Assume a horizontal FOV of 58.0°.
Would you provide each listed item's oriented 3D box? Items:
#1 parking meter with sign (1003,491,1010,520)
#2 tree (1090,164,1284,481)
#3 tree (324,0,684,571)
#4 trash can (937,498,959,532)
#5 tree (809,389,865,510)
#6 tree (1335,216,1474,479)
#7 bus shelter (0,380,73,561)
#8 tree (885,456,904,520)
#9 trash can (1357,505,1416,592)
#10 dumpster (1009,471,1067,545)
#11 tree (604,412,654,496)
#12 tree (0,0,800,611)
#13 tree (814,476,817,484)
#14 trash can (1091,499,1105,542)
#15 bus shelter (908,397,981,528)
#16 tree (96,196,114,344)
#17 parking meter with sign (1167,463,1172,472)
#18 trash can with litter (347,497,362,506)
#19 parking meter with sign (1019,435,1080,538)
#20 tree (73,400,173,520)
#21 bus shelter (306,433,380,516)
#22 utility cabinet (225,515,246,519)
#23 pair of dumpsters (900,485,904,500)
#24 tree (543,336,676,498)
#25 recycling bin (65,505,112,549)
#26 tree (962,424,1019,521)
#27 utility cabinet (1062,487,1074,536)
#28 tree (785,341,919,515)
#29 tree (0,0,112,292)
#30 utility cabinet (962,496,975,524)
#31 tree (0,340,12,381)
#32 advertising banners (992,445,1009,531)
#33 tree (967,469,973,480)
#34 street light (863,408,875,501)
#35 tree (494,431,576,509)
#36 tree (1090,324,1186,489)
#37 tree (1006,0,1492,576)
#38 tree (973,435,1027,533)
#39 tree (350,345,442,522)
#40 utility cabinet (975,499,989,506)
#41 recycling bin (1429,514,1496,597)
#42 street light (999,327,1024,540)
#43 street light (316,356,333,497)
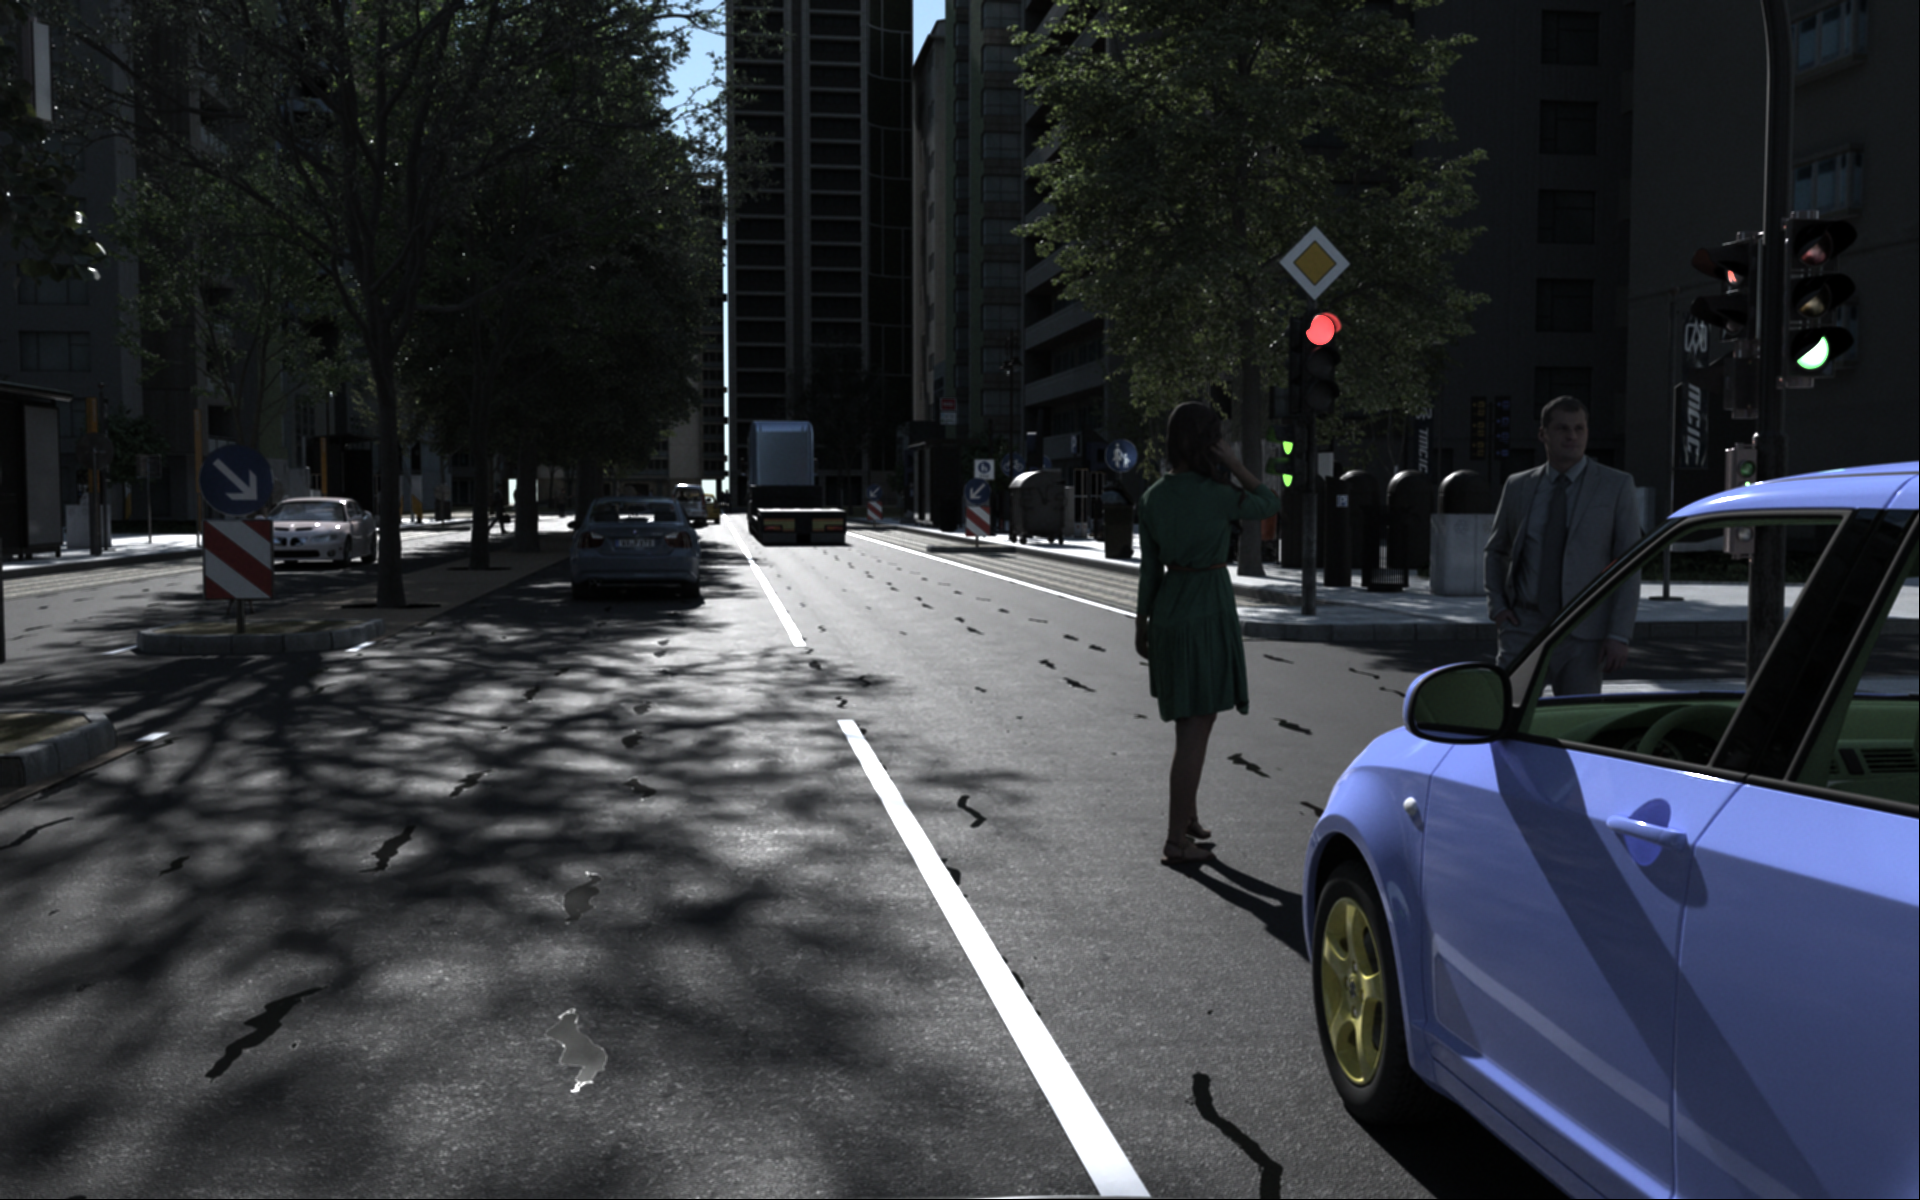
[{"bbox_3d":[2.223,-5.395,84.469,1.738,3.016,0.543,0,4,0],"label":"parking meter with sign"},{"bbox_3d":[4.537,-5.297,36.975,4.360,8.622,3.978,0,3,0],"label":"tree"},{"bbox_3d":[-8.907,-6.355,32.115,9.928,11.665,9.643,0,3,0],"label":"tree"},{"bbox_3d":[-0.401,-2.897,59.022,0.748,1.137,0.748,0,3,0],"label":"trash can"},{"bbox_3d":[-8.095,-10.085,115.255,4.360,8.622,3.978,0,3,0],"label":"tree"},{"bbox_3d":[11.298,-5.785,44.954,4.737,8.622,4.395,0,3,0],"label":"tree"},{"bbox_3d":[-18.401,-3.238,30.579,2.179,5.291,8.768,0,4,-8],"label":"bus shelter"},{"bbox_3d":[-3.055,-5.669,87.290,1.663,3.219,1.824,0,3,0],"label":"tree"},{"bbox_3d":[5.595,-0.680,22.772,0.748,1.137,0.748,0,3,0],"label":"trash can"},{"bbox_3d":[2.013,-2.378,44.638,1.264,1.857,1.865,0,4,-8],"label":"dumpster"},{"bbox_3d":[-15.524,-7.672,78.251,4.360,8.622,3.978,0,3,0],"label":"tree"},{"bbox_3d":[-7.078,-6.626,21.159,12.009,13.543,11.850,0,3,0],"label":"tree"},{"bbox_3d":[-15.013,-10.965,162.992,4.285,4.588,4.351,0,3,0],"label":"tree"},{"bbox_3d":[3.933,-2.162,47.008,0.748,1.137,0.748,0,3,0],"label":"trash can"},{"bbox_3d":[-0.842,-5.613,69.408,2.179,5.291,8.768,0,4,-8],"label":"bus shelter"},{"bbox_3d":[-21.709,-7.755,52.543,9.928,11.665,9.643,0,3,0],"label":"tree"},{"bbox_3d":[5.355,-2.851,42.879,0.543,3.016,1.738,0,4,-5],"label":"parking meter with sign"},{"bbox_3d":[-22.598,-3.286,65.115,1.055,1.170,0.624,-3,5,-43],"label":"trash can with litter"},{"bbox_3d":[2.611,-3.347,50.988,1.738,3.016,0.543,-1,4,-16],"label":"parking meter with sign"},{"bbox_3d":[-29.372,-4.710,60.722,4.285,4.588,4.351,0,3,0],"label":"tree"},{"bbox_3d":[-24.735,-4.795,69.685,1.731,3.624,6.357,0,4,-8],"label":"bus shelter"},{"bbox_3d":[-26.404,-3.191,63.330,1.020,1.237,0.306,1,4,21],"label":"utility cabinet"},{"bbox_3d":[-1.836,-4.896,82.535,1.574,2.255,4.437,0,4,-8],"label":"pair of dumpsters"},{"bbox_3d":[-15.034,-9.238,71.624,7.486,12.596,7.792,0,3,0],"label":"tree"},{"bbox_3d":[-20.710,-1.750,41.164,0.722,1.027,0.722,0,4,7],"label":"recycling bin"},{"bbox_3d":[1.230,-5.983,81.542,4.285,4.588,4.351,0,3,0],"label":"tree"},{"bbox_3d":[2.981,-2.683,52.547,0.318,1.500,1.173,-3,4,-38],"label":"utility cabinet"},{"bbox_3d":[-6.587,-10.434,105.012,8.767,10.594,7.601,0,4,2],"label":"tree"},{"bbox_3d":[-5.169,-5.833,4.488,9.857,13.997,8.962,0,3,0],"label":"tree"},{"bbox_3d":[0.489,-3.846,74.051,0.306,1.237,1.020,3,5,44],"label":"utility cabinet"},{"bbox_3d":[-35.505,-6.793,61.435,4.360,8.622,3.978,0,3,0],"label":"tree"},{"bbox_3d":[1.427,-3.955,60.858,0.090,3.025,2.074,1,4,19],"label":"advertising banners"},{"bbox_3d":[1.160,-4.972,75.900,1.663,3.219,1.824,0,3,0],"label":"tree"},{"bbox_3d":[-4.811,-7.268,91.624,0.468,5.910,1.993,-1,4,-8],"label":"street light"},{"bbox_3d":[-35.437,-13.212,150.434,7.601,10.594,8.767,2,4,24],"label":"tree"},{"bbox_3d":[7.525,-7.359,70.686,4.737,8.622,4.395,0,3,0],"label":"tree"},{"bbox_3d":[4.185,-6.666,27.109,7.486,12.596,7.792,0,3,0],"label":"tree"},{"bbox_3d":[1.434,-3.832,57.257,1.663,3.219,1.824,0,3,0],"label":"tree"},{"bbox_3d":[-25.232,-7.864,78.931,4.360,8.622,3.978,0,3,0],"label":"tree"},{"bbox_3d":[0.987,-3.827,71.258,0.318,1.500,1.173,2,4,25],"label":"utility cabinet"},{"bbox_3d":[6.410,-0.575,21.951,0.722,1.027,0.722,0,4,-2],"label":"recycling bin"},{"bbox_3d":[1.431,-4.615,48.251,0.468,5.910,1.993,-1,4,-8],"label":"street light"},{"bbox_3d":[-21.282,-5.233,58.347,0.468,5.910,1.993,-1,4,-8],"label":"street light"}]
